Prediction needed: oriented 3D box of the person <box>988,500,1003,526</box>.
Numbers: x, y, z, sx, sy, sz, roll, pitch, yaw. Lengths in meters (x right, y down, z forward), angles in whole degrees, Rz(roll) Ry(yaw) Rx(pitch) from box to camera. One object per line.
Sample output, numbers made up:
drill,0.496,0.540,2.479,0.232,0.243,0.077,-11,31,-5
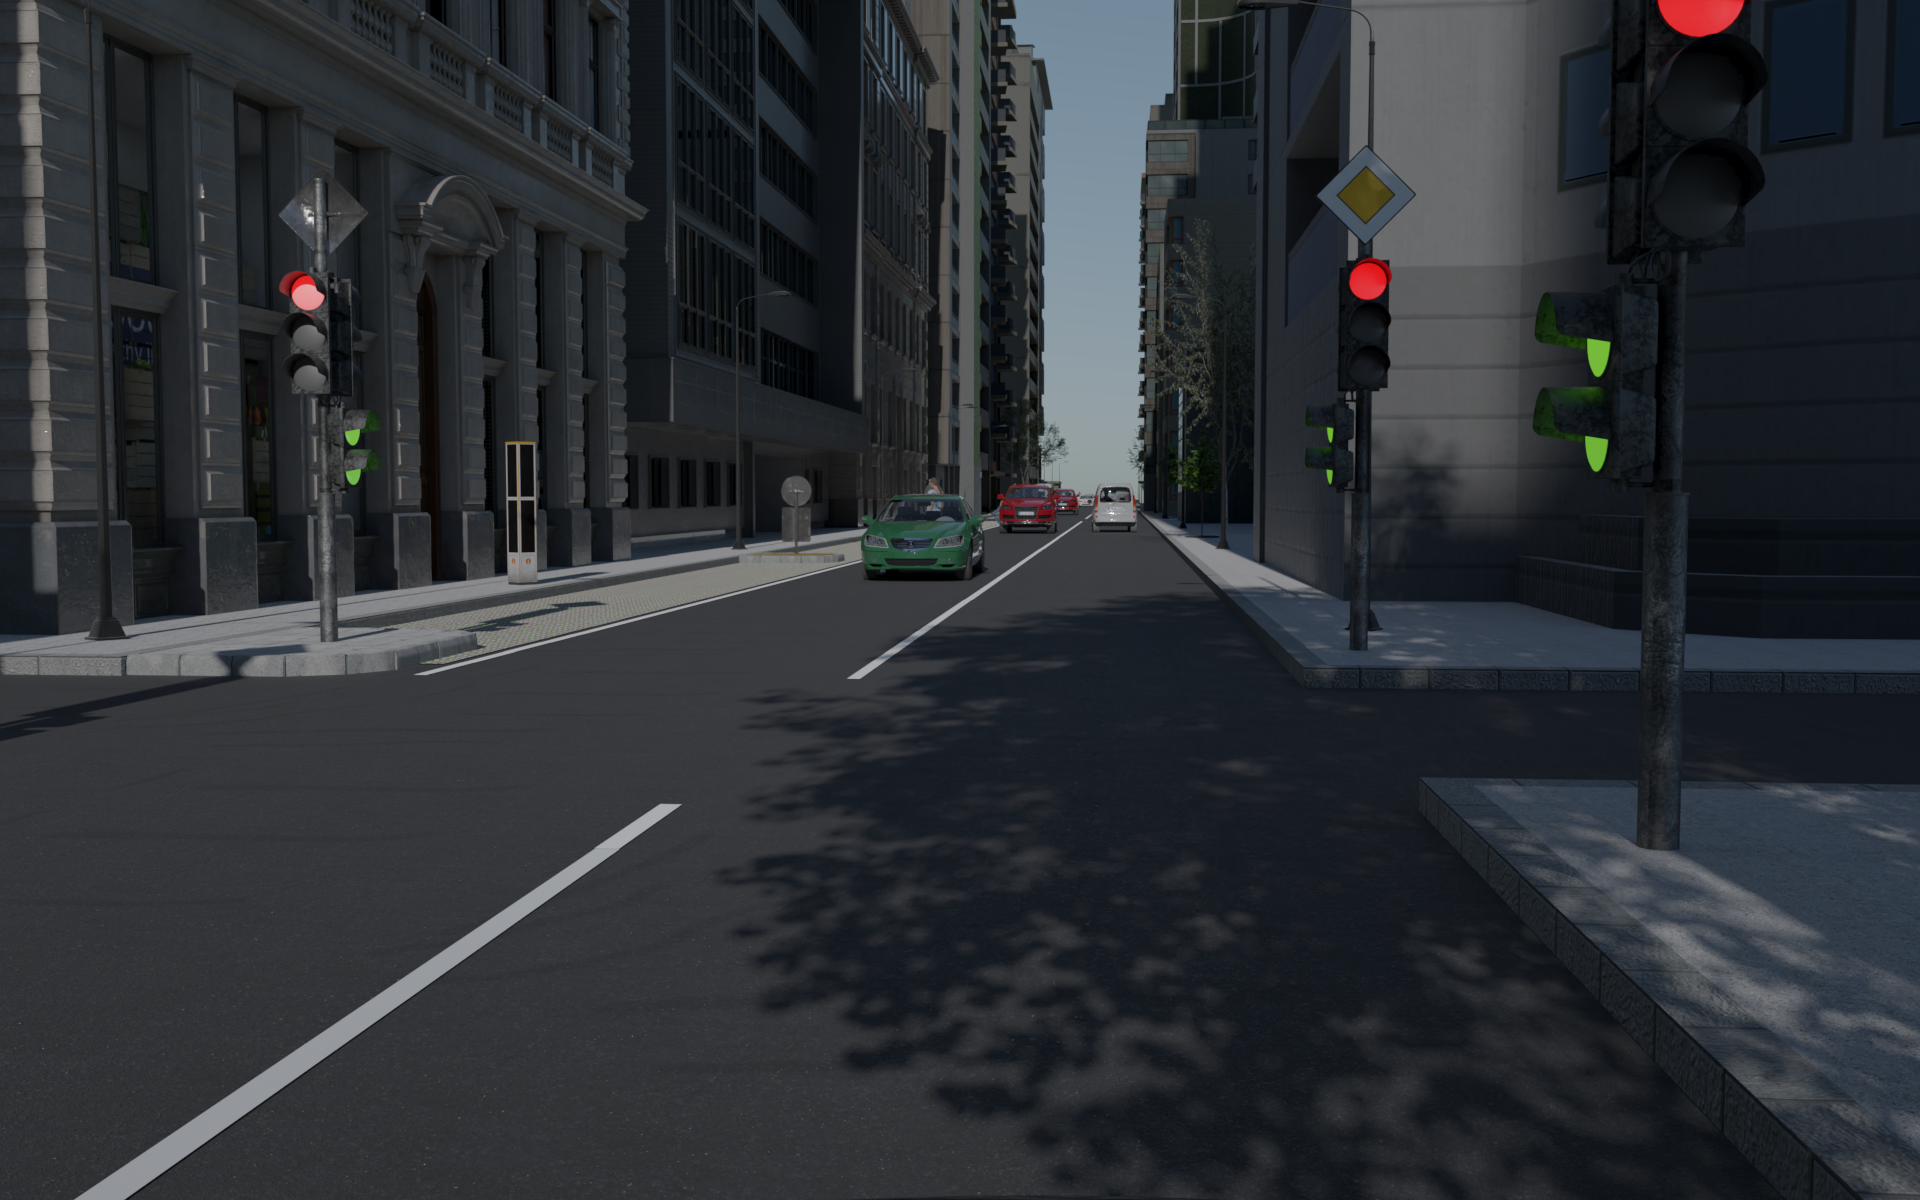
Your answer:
person,1.761,-3.949,78.559,1.012,1.151,0.738,-2,4,-27

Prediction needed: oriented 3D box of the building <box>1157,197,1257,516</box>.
building,27.246,-16.496,114.750,27.650,21.520,28.899,0,4,5

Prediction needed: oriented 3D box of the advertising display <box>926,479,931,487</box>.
advertising display,-1.374,-4.333,76.065,0.123,1.923,0.974,0,4,4

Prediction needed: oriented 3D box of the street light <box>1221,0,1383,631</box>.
street light,3.277,-2.673,16.243,1.470,5.913,1.316,0,4,5

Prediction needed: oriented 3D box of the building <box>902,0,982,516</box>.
building,-6.346,-25.293,97.128,14.154,41.232,14.086,0,4,5

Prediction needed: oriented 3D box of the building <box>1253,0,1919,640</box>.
building,18.951,-29.366,22.138,28.212,58.520,21.231,0,4,5

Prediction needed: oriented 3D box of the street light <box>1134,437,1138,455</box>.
street light,12.655,-8.814,116.650,1.470,5.913,1.316,0,4,5

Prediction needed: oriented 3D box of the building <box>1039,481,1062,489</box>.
building,-2.393,-33.264,235.740,32.217,40.220,23.993,0,4,5

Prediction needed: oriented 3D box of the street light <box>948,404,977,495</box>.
street light,0.222,-7.278,91.540,1.470,5.913,1.316,0,4,5

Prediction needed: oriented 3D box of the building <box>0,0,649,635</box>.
building,-12.099,-11.974,24.652,11.050,23.489,19.941,0,4,5

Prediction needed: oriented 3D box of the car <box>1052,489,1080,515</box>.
car,7.100,-6.752,119.070,2.281,1.827,5.304,0,4,4

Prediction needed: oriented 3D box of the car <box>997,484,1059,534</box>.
car,2.567,-3.405,64.347,2.281,1.827,5.304,0,4,5

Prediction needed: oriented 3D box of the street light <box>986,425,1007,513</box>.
street light,2.472,-8.812,116.621,1.470,5.913,1.316,0,4,5

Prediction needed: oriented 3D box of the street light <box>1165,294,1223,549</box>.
street light,5.604,-4.145,40.320,1.470,5.913,1.316,0,4,5

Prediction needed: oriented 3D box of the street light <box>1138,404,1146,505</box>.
street light,10.311,-7.293,91.784,1.470,5.913,1.316,0,4,5

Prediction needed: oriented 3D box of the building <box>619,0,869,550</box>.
building,-11.783,-14.127,50.051,14.314,24.678,30.058,0,4,5

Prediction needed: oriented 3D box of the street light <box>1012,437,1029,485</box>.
street light,4.788,-10.285,140.698,1.470,5.913,1.316,0,4,5

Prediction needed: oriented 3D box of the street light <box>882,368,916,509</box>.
street light,-2.317,-5.604,64.164,1.470,5.913,1.316,0,4,5

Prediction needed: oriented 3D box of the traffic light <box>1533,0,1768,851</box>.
traffic light,2.520,-1.056,6.186,0.839,4.253,0.868,0,4,5

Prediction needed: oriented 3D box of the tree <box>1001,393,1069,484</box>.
tree,5.990,-13.736,158.989,8.767,10.594,7.601,1,4,9

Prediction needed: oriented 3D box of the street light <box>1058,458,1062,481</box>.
street light,12.381,-15.283,222.418,1.470,5.913,1.316,0,4,5

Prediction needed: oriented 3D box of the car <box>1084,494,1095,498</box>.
car,16.702,-13.000,224.349,2.131,1.459,4.920,0,4,5

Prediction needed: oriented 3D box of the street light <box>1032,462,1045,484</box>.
street light,7.872,-12.329,174.123,1.470,5.913,1.316,0,4,5

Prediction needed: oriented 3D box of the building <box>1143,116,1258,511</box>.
building,21.585,-22.315,136.558,14.160,30.474,14.107,0,4,5

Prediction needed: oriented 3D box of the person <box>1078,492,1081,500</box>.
person,17.047,-14.528,246.697,0.551,1.740,0.621,-3,5,-42

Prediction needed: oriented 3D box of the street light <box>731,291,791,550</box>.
street light,-4.572,-4.116,39.833,1.470,5.913,1.316,0,4,5

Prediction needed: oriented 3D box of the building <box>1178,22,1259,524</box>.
building,20.452,-46.118,66.693,22.319,86.520,31.000,0,4,5

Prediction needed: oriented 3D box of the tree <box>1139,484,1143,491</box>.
tree,19.147,-11.103,176.138,1.663,3.219,1.824,0,3,0

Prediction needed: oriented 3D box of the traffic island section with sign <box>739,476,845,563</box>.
traffic island section with sign,-3.496,-1.711,36.598,1.989,1.847,2.006,0,4,5

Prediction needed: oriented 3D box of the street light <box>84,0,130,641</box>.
street light,-6.997,-2.601,15.065,1.470,5.913,1.316,0,4,5

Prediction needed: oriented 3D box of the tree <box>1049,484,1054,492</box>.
tree,13.608,-15.582,249.369,1.663,3.219,1.824,0,3,0

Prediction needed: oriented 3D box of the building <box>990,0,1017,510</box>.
building,-6.856,-29.732,140.746,22.147,44.769,28.867,0,4,5

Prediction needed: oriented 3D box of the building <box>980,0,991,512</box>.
building,-9.374,-30.075,115.424,21.300,48.544,21.600,0,4,5

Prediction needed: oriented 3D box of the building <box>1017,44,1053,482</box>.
building,-3.635,-37.947,209.666,28.713,52.752,27.495,0,4,5

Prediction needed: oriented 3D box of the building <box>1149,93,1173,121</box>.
building,33.019,-35.593,205.647,21.300,48.544,21.600,0,4,5

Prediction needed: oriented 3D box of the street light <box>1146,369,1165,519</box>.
street light,7.770,-5.619,64.411,1.470,5.913,1.316,0,4,5

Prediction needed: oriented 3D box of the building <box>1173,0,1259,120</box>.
building,27.061,-43.667,152.208,20.563,71.187,20.611,0,4,5

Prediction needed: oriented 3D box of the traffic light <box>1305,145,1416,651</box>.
traffic light,3.261,-1.542,14.136,0.839,4.253,0.868,0,4,5

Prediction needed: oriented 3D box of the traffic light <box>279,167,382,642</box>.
traffic light,-5.464,-1.591,14.930,0.839,4.253,0.868,0,4,5

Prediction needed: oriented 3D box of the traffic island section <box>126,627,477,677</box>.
traffic island section,-5.503,0.441,15.069,2.009,0.180,2.903,0,4,5

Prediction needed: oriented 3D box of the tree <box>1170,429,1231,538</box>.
tree,7.149,-3.459,51.161,1.663,3.219,1.824,0,3,0

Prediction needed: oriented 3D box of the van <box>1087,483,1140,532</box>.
van,5.878,-3.618,66.160,2.013,2.044,4.112,0,4,3

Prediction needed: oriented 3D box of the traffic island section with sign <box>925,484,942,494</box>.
traffic island section with sign,-0.955,-3.375,63.804,1.989,1.847,2.006,0,4,5

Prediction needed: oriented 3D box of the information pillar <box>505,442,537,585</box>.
information pillar,-6.195,-1.222,24.475,0.304,2.012,0.304,3,5,41

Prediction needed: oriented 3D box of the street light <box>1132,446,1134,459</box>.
street light,14.994,-10.310,141.113,1.470,5.913,1.316,0,4,5

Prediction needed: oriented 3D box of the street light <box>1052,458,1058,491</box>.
street light,10.191,-13.810,198.329,1.470,5.913,1.316,0,4,5

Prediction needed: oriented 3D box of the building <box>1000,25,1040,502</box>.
building,-2.694,-34.313,184.719,21.300,48.544,21.600,0,4,5

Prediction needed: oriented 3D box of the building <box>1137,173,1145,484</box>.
building,34.920,-35.245,230.882,22.147,44.769,28.867,0,4,5

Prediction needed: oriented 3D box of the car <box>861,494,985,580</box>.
car,-0.586,-1.132,30.303,2.131,1.459,4.920,0,4,5

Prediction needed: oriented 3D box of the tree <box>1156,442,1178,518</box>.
tree,12.398,-6.820,95.214,4.285,4.588,4.351,0,3,0

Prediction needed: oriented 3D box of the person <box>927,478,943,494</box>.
person,-0.543,-1.936,40.240,0.616,1.811,0.778,-3,4,-38

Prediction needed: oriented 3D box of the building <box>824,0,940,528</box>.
building,-8.349,-17.128,77.300,12.463,27.353,25.104,0,4,5

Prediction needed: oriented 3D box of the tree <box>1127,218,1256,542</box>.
tree,6.959,-5.840,45.851,4.360,8.622,3.978,0,3,0

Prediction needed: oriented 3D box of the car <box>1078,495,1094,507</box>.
car,14.294,-11.204,195.548,2.083,1.381,4.827,0,4,5
